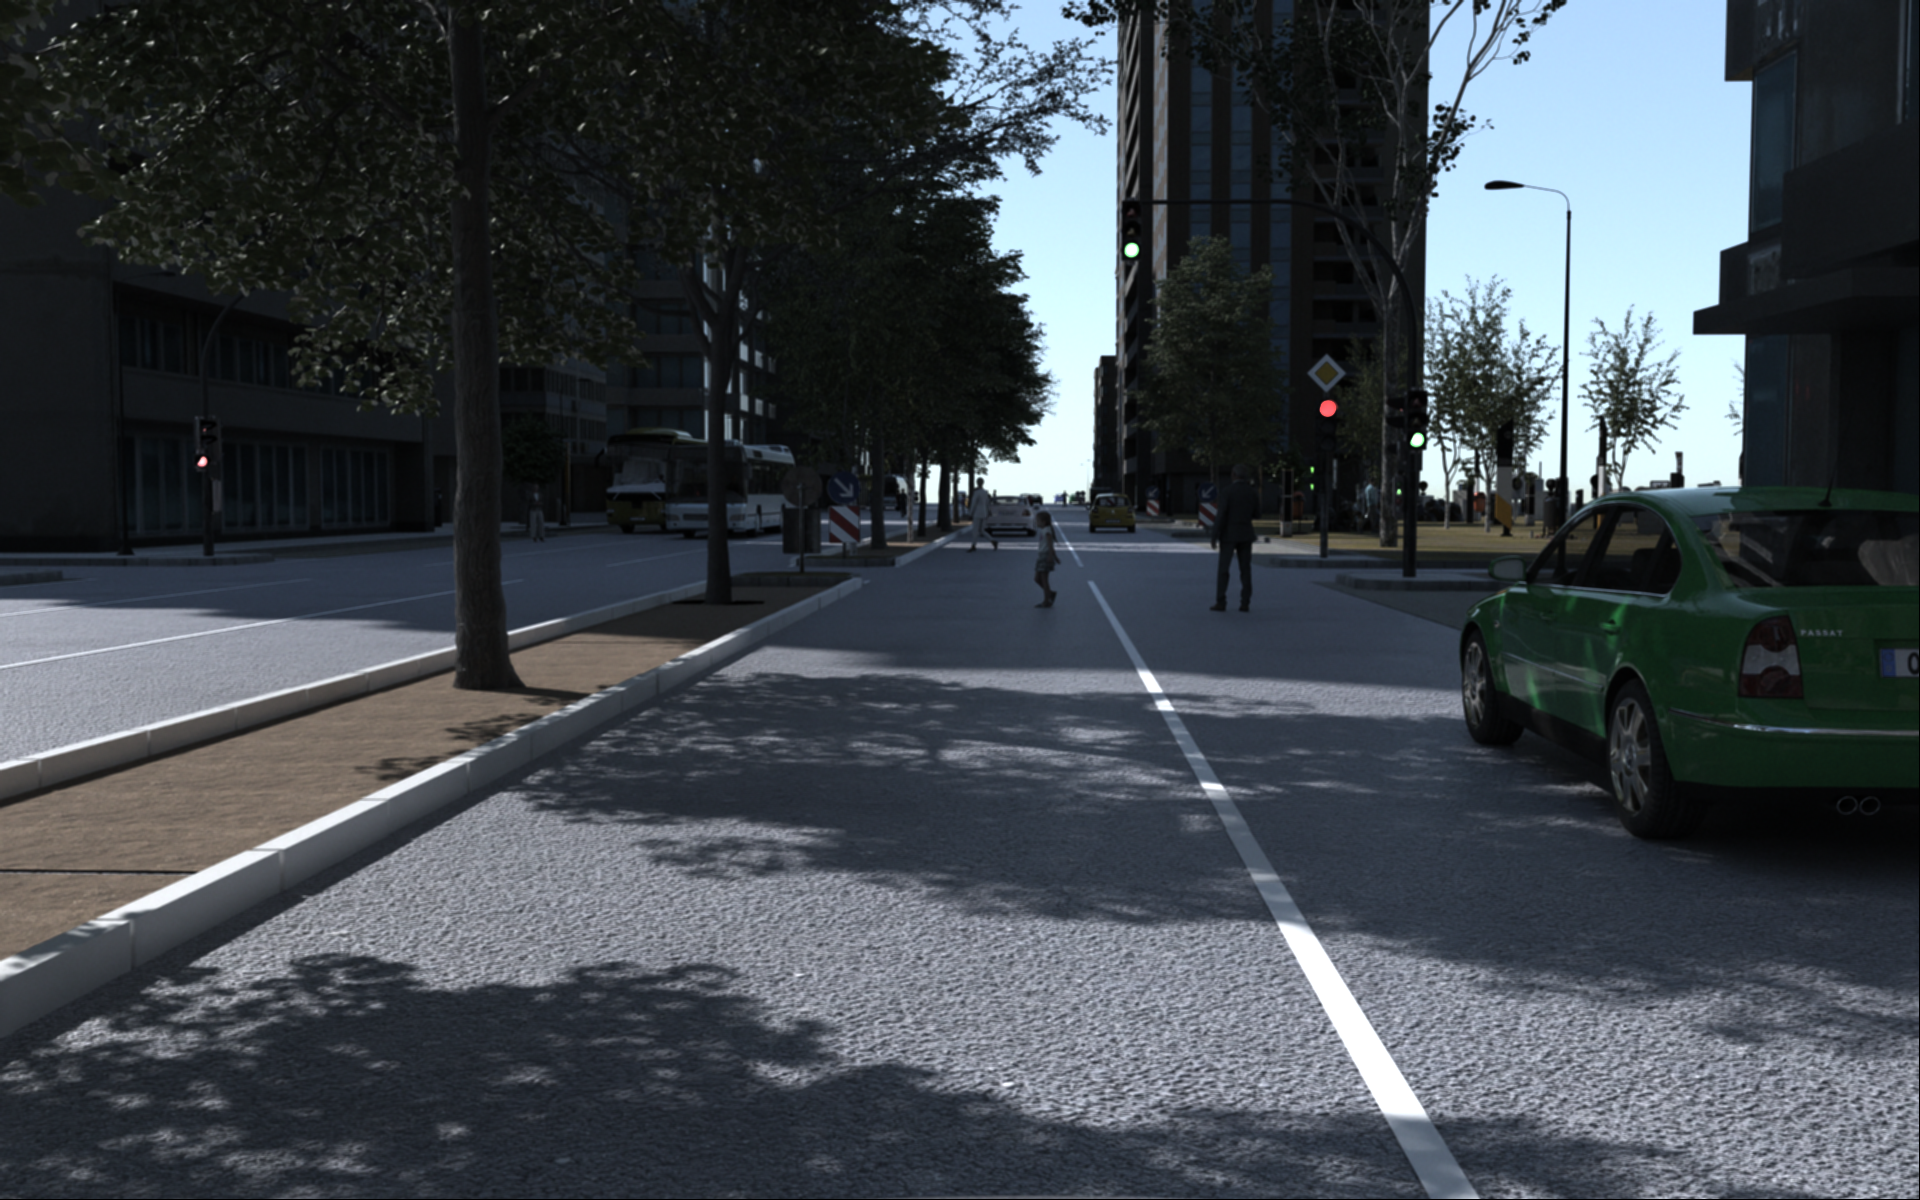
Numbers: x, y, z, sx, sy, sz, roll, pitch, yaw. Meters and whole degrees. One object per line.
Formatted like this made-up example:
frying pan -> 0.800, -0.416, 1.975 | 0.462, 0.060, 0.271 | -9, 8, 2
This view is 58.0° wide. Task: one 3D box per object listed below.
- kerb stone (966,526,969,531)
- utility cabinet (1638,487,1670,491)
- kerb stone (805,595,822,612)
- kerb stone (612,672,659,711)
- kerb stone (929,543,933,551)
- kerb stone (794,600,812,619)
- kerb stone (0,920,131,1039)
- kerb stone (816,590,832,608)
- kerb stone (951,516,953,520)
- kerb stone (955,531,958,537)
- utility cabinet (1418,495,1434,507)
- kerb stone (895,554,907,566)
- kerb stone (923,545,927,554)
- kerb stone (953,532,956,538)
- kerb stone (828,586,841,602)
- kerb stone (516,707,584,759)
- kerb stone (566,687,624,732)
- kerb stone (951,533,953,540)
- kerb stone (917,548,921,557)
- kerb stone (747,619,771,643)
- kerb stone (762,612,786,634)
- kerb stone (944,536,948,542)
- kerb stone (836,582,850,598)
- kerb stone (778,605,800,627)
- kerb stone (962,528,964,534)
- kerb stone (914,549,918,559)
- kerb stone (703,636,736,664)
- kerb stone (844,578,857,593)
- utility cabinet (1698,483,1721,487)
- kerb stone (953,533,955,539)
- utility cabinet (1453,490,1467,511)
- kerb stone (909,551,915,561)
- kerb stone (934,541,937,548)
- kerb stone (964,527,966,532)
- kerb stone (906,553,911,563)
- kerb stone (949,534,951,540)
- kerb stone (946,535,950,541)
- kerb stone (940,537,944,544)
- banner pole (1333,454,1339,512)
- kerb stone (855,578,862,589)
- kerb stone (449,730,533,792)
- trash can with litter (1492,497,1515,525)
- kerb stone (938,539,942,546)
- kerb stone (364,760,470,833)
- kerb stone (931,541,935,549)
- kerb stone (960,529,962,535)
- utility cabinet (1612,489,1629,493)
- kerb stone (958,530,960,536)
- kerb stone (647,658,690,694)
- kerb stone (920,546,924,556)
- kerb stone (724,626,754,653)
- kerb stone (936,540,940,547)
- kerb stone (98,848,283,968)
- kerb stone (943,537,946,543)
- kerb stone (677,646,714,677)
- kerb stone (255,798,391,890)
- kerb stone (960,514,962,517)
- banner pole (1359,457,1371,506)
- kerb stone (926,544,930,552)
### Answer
kerb stone -> 0.145, -2.592, 64.602 | 0.120, 0.150, 1.000 | 0, 4, 3
utility cabinet -> 22.348, -2.860, 55.433 | 1.173, 1.500, 0.318 | 2, 4, 35
kerb stone -> -1.839, 0.075, 21.086 | 0.120, 0.150, 1.000 | 0, 4, 3
kerb stone -> -2.253, 0.636, 11.877 | 0.120, 0.150, 1.000 | 0, 4, 3
kerb stone -> -0.836, -1.278, 43.094 | 0.120, 0.150, 1.000 | 0, 4, 3
kerb stone -> -1.874, 0.133, 20.061 | 0.120, 0.150, 1.000 | 0, 4, 3
kerb stone -> -2.576, 1.069, 4.712 | 0.120, 0.150, 1.000 | 0, 4, 3
kerb stone -> -1.780, 0.005, 22.107 | 0.120, 0.150, 1.000 | 0, 4, 3
kerb stone -> -0.293, -4.857, 101.601 | 0.120, 0.150, 1.000 | 0, 4, 3
kerb stone -> -0.231, -2.092, 56.401 | 0.120, 0.150, 1.000 | 0, 4, 3
utility cabinet -> 24.109, -4.794, 89.550 | 1.020, 1.237, 0.306 | -3, 5, -42
kerb stone -> -1.210, -0.776, 34.891 | 0.120, 0.150, 1.000 | 0, 4, 3
kerb stone -> -0.932, -1.153, 41.044 | 0.120, 0.150, 1.000 | 0, 4, 3
kerb stone -> -0.284, -2.030, 55.381 | 0.120, 0.150, 1.000 | 0, 4, 3
kerb stone -> -1.740, -0.050, 23.129 | 0.120, 0.150, 1.000 | 0, 4, 3
kerb stone -> -2.341, 0.756, 9.830 | 0.120, 0.150, 1.000 | 0, 4, 3
kerb stone -> -2.303, 0.694, 10.851 | 0.120, 0.150, 1.000 | 0, 4, 3
kerb stone -> -0.373, -1.905, 53.335 | 0.120, 0.150, 1.000 | 0, 4, 3
kerb stone -> -1.021, -1.023, 38.990 | 0.120, 0.150, 1.000 | 0, 4, 3
kerb stone -> -2.020, 0.320, 16.995 | 0.120, 0.150, 1.000 | 0, 4, 3
kerb stone -> -1.969, 0.256, 18.019 | 0.120, 0.150, 1.000 | 0, 4, 3
kerb stone -> -0.511, -1.717, 50.265 | 0.120, 0.150, 1.000 | 0, 4, 3
kerb stone -> -1.682, -0.119, 24.149 | 0.120, 0.150, 1.000 | 0, 4, 3
kerb stone -> -1.920, 0.193, 19.040 | 0.120, 0.150, 1.000 | 0, 4, 3
kerb stone -> -0.039, -2.343, 60.498 | 0.120, 0.150, 1.000 | 0, 4, 3
kerb stone -> -1.067, -0.965, 37.969 | 0.120, 0.150, 1.000 | 0, 4, 3
kerb stone -> -2.107, 0.445, 14.952 | 0.120, 0.150, 1.000 | 0, 4, 3
kerb stone -> -1.647, -0.182, 25.175 | 0.120, 0.150, 1.000 | 0, 4, 3
utility cabinet -> 15.249, -1.629, 35.306 | 0.318, 1.500, 1.173 | 2, 4, 31
kerb stone -> -0.328, -1.967, 54.356 | 0.120, 0.150, 1.000 | 0, 4, 3
utility cabinet -> 28.446, -5.468, 98.082 | 0.318, 1.500, 1.173 | -2, 4, -30
kerb stone -> -1.118, -0.902, 36.944 | 0.120, 0.150, 1.000 | 0, 4, 3
kerb stone -> -0.743, -1.404, 45.149 | 0.120, 0.150, 1.000 | 0, 4, 3
kerb stone -> 0.036, -2.467, 62.553 | 0.120, 0.150, 1.000 | 0, 4, 3
kerb stone -> -1.159, -0.838, 35.914 | 0.120, 0.150, 1.000 | 0, 4, 3
kerb stone -> -0.421, -1.841, 52.314 | 0.120, 0.150, 1.000 | 0, 4, 3
kerb stone -> -0.467, -1.779, 51.286 | 0.120, 0.150, 1.000 | 0, 4, 3
kerb stone -> -0.599, -1.591, 48.214 | 0.120, 0.150, 1.000 | 0, 4, 3
banner pole -> 23.458, -7.220, 108.060 | 0.401, 3.779, 0.863 | 3, 5, 41
kerb stone -> -1.596, -0.240, 26.207 | 0.120, 0.150, 1.000 | 0, 4, 3
kerb stone -> -2.388, 0.819, 8.806 | 0.120, 0.150, 1.000 | 0, 4, 3
trash can with litter -> 22.423, -3.668, 71.353 | 0.624, 1.170, 1.055 | -2, 4, -29
kerb stone -> -0.657, -1.527, 47.194 | 0.120, 0.150, 1.000 | 0, 4, 3
kerb stone -> -2.439, 0.881, 7.785 | 0.120, 0.150, 1.000 | 0, 4, 3
kerb stone -> -0.784, -1.341, 44.122 | 0.120, 0.150, 1.000 | 0, 4, 3
kerb stone -> -0.092, -2.280, 59.477 | 0.120, 0.150, 1.000 | 0, 4, 3
utility cabinet -> 29.782, -4.246, 78.102 | 0.318, 1.500, 1.173 | 0, 4, 0
kerb stone -> -0.181, -2.155, 57.430 | 0.120, 0.150, 1.000 | 0, 4, 3
kerb stone -> -2.193, 0.573, 12.908 | 0.120, 0.150, 1.000 | 0, 4, 3
kerb stone -> -0.975, -1.089, 40.011 | 0.120, 0.150, 1.000 | 0, 4, 3
kerb stone -> -2.065, 0.381, 15.973 | 0.120, 0.150, 1.000 | 0, 4, 3
kerb stone -> -0.695, -1.462, 46.171 | 0.120, 0.150, 1.000 | 0, 4, 3
kerb stone -> -2.529, 1.007, 5.733 | 0.120, 0.150, 1.000 | 0, 4, 3
kerb stone -> -0.560, -1.643, 49.242 | 0.120, 0.150, 1.000 | 0, 4, 3
kerb stone -> -2.157, 0.510, 13.931 | 0.120, 0.150, 1.000 | 0, 4, 3
kerb stone -> -2.477, 0.944, 6.760 | 0.120, 0.150, 1.000 | 0, 4, 3
kerb stone -> 0.040, -5.294, 108.758 | 0.120, 0.150, 1.000 | 0, 4, 3
banner pole -> 24.175, -6.950, 103.644 | 0.863, 3.779, 0.401 | 0, 4, 0
kerb stone -> -0.881, -1.216, 42.071 | 0.120, 0.150, 1.000 | 0, 4, 3
